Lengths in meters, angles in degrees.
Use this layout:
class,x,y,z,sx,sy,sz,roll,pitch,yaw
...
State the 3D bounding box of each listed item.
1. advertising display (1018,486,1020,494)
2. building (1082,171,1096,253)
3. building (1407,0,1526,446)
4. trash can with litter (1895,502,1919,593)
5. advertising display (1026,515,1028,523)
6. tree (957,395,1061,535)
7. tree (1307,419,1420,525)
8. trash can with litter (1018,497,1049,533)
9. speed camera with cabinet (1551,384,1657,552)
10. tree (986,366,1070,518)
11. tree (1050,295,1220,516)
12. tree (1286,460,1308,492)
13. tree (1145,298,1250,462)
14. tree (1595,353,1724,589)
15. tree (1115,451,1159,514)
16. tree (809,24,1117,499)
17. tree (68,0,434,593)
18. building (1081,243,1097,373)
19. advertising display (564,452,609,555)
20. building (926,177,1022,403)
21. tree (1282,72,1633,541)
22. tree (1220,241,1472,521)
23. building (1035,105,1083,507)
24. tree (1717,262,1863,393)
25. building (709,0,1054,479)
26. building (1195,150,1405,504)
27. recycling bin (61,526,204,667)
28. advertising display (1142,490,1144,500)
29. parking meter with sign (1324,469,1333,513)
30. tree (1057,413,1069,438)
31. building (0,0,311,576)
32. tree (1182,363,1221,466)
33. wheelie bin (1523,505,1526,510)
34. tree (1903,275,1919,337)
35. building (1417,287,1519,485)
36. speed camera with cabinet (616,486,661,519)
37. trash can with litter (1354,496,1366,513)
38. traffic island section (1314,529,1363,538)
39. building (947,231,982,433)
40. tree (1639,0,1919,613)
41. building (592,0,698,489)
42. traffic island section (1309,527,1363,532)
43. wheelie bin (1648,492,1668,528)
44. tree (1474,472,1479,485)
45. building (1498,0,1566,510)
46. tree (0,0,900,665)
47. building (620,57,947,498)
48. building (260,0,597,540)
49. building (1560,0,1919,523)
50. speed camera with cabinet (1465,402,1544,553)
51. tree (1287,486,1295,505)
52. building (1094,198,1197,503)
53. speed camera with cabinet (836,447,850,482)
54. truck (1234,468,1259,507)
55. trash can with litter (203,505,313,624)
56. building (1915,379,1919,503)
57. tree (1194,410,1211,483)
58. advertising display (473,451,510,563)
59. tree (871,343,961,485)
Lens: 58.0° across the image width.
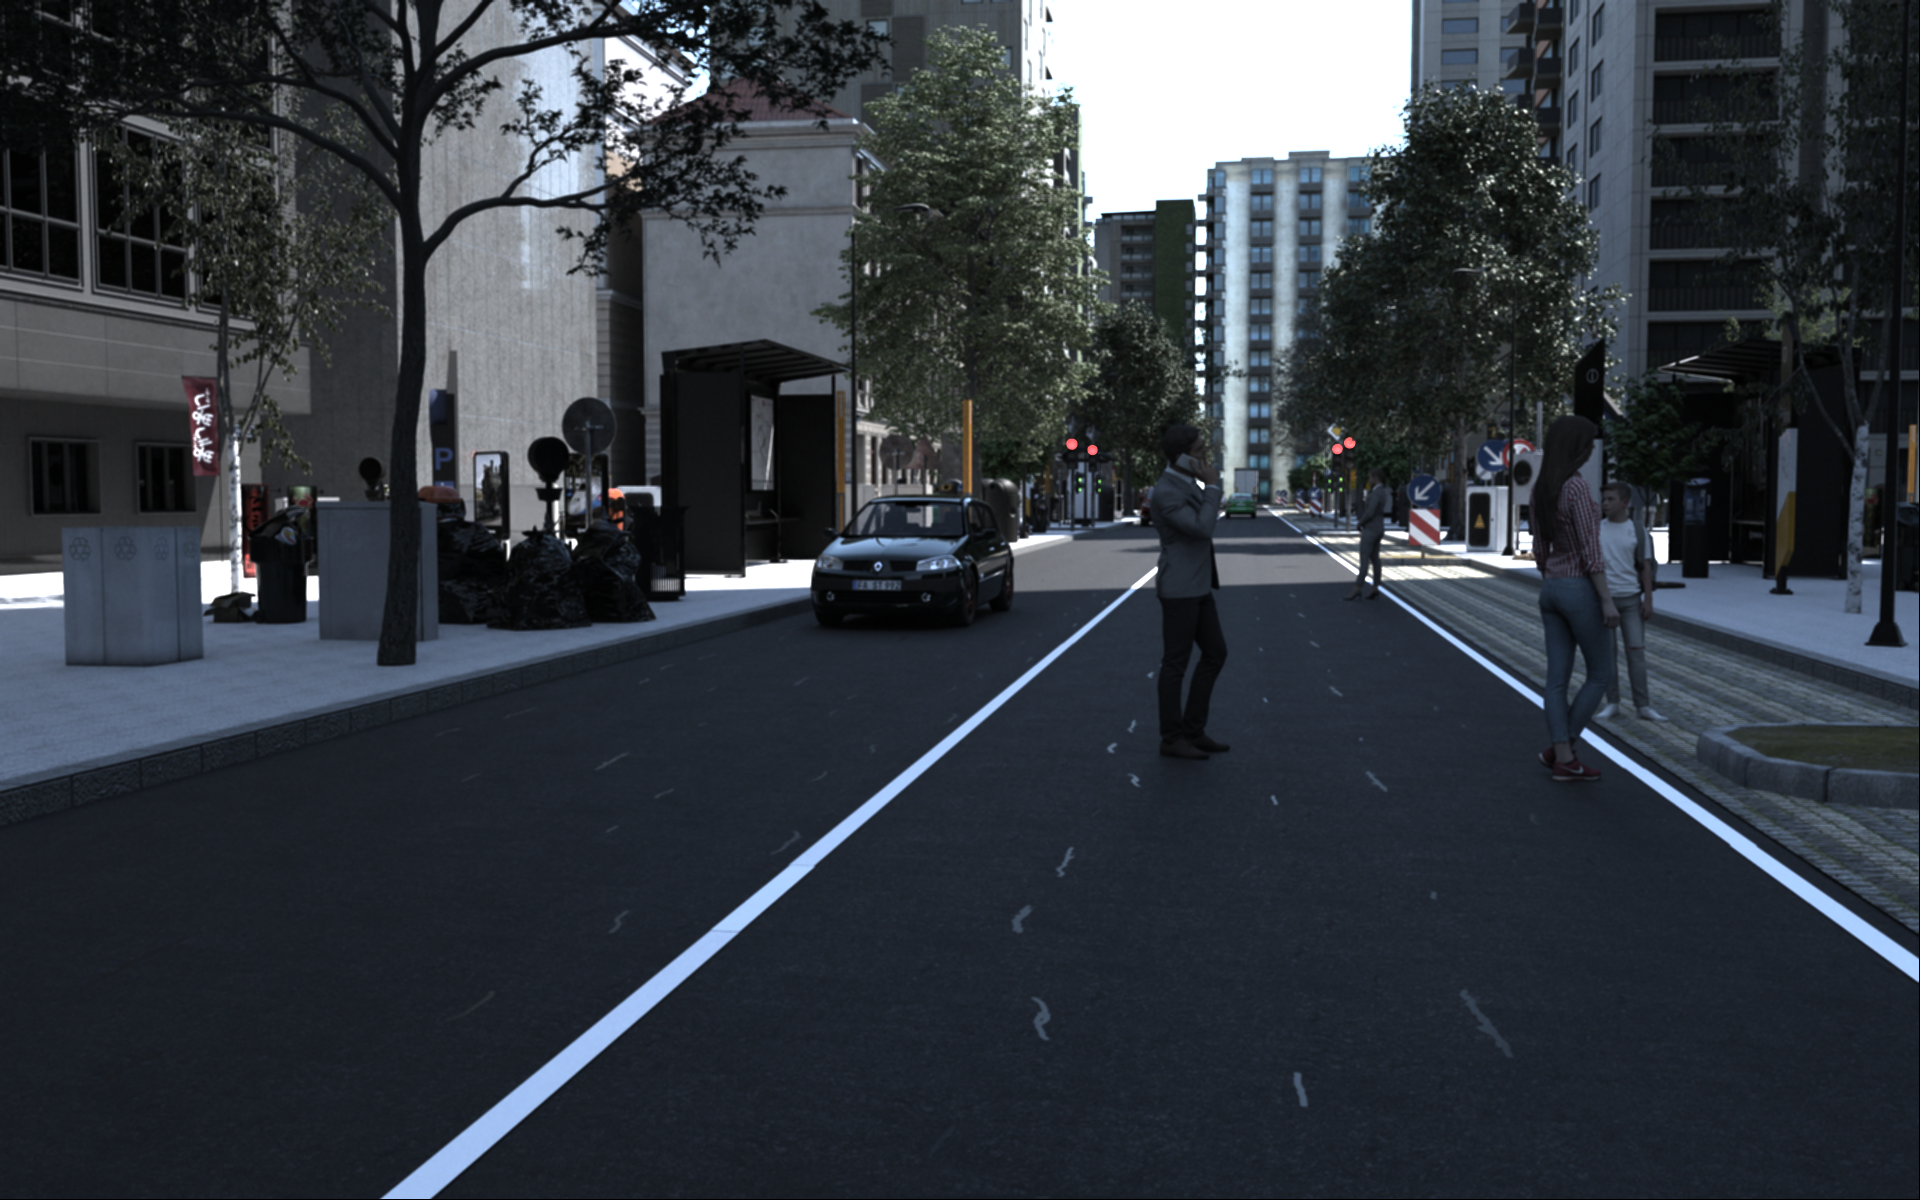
class,x,y,z,sx,sy,sz,roll,pitch,yaw
advertising display,4.192,-7.419,126.512,0.974,1.923,0.123,1,4,17
building,4.406,-38.592,250.589,30.456,49.044,23.786,1,4,9
building,58.644,-39.328,185.013,21.231,58.520,28.212,1,4,9
trash can with litter,12.667,-0.695,22.751,0.624,1.170,1.055,0,4,-8
advertising display,2.886,-4.237,74.481,0.123,1.923,0.974,1,4,18
tree,1.517,-4.337,54.626,4.285,4.588,4.351,0,3,0
tree,17.523,-5.374,71.587,4.285,4.588,4.351,0,3,0
trash can with litter,2.382,-2.801,57.186,1.055,1.170,0.624,1,4,21
speed camera with cabinet,11.454,-2.226,30.727,2.038,3.252,0.660,-2,4,-27
tree,3.514,-8.687,92.389,4.737,8.622,4.395,0,3,0
tree,9.657,-11.207,100.244,9.611,12.733,9.660,0,3,0
tree,27.453,-9.055,131.770,4.285,4.588,4.351,0,3,0
tree,21.501,-19.018,166.836,12.611,20.169,13.585,0,3,0
tree,9.634,-1.791,23.890,1.663,3.219,1.824,0,3,0
tree,11.669,-7.871,112.412,4.285,4.588,4.351,0,3,0
tree,0.102,-7.638,43.012,7.486,12.596,7.792,0,3,0
tree,-8.930,-4.366,21.754,4.360,8.622,3.978,0,3,0
building,8.649,-26.291,201.561,14.107,30.474,14.160,1,4,9
advertising display,-5.841,-1.338,27.090,0.974,1.923,0.123,3,5,41
building,-2.434,-18.367,129.977,12.332,23.373,15.834,1,4,9
tree,13.703,-7.982,47.507,9.611,12.733,9.660,0,3,0
tree,19.301,-10.529,82.513,12.009,13.543,11.850,0,3,0
building,4.923,-30.234,177.926,14.154,41.232,14.086,1,4,9
tree,25.542,-6.286,53.142,4.737,8.622,4.395,0,3,0
building,-6.008,-34.808,158.346,28.713,52.752,27.495,1,4,9
building,48.704,-38.181,243.869,30.456,49.044,23.786,1,4,9
recycling bin,-6.310,-0.041,13.231,0.722,1.027,0.722,1,4,9
advertising display,13.875,-7.703,131.164,0.123,1.923,0.974,1,4,8
parking meter with sign,25.691,-7.604,120.593,0.543,3.016,1.738,1,4,18
tree,9.480,-11.080,131.514,4.360,8.622,3.978,0,3,0
building,-21.103,-14.009,22.547,14.314,27.812,24.014,1,4,9
tree,15.872,-13.978,138.908,12.009,13.543,11.850,0,3,0
wheelie bin,33.896,-5.927,104.810,0.980,1.594,0.693,-1,4,-9
tree,19.232,-4.913,30.689,4.737,8.622,4.395,0,3,0
building,56.972,-19.113,157.529,27.650,21.520,28.899,1,4,9
speed camera with cabinet,-6.388,-2.631,37.357,2.038,3.252,0.660,-1,4,-13
trash can with litter,27.770,-6.653,120.157,0.624,1.170,1.055,-3,5,-43
traffic island section,13.004,-2.180,57.930,2.009,0.180,2.903,1,4,9
building,-5.845,-16.833,111.384,11.583,22.565,21.152,1,4,9
tree,9.659,-4.177,18.654,4.360,8.622,3.978,0,3,0
building,-25.159,-18.568,89.495,20.117,28.700,13.634,1,4,9
traffic island section,14.309,-2.662,65.808,2.009,0.180,2.903,1,4,9
wheelie bin,26.441,-3.536,65.729,0.693,1.594,0.980,3,4,37
tree,35.313,-7.505,117.311,1.663,3.219,1.824,0,3,0
building,47.361,-27.965,111.848,22.147,44.769,28.867,1,4,9
tree,-3.910,-4.795,12.810,7.601,10.594,8.767,-1,4,-17
building,-8.345,-15.550,90.397,11.583,22.565,21.152,1,4,9
building,-21.345,-13.921,45.630,19.932,24.808,12.078,1,4,9
building,41.005,-39.318,81.095,20.611,71.187,20.563,1,4,9
speed camera with cabinet,11.938,-2.653,37.708,0.660,3.252,2.038,-2,4,-26
tree,41.144,-13.345,212.785,1.663,3.219,1.824,0,3,0
building,25.883,-34.191,242.610,14.086,41.232,14.154,1,4,9
speed camera with cabinet,-4.812,-4.754,72.069,0.660,3.252,2.038,-1,4,-12
truck,31.892,-12.479,192.947,2.839,4.237,11.283,1,4,10
trash can with litter,-7.014,-0.359,17.259,1.055,1.170,0.624,0,4,5
building,33.203,-43.577,25.160,22.319,86.520,31.000,1,4,9
tree,23.438,-16.367,185.728,7.486,12.596,7.792,0,3,0
advertising display,-7.123,-1.293,26.355,0.123,1.923,0.974,-3,5,-40
tree,-1.953,-7.726,76.684,4.737,8.622,4.395,0,3,0
